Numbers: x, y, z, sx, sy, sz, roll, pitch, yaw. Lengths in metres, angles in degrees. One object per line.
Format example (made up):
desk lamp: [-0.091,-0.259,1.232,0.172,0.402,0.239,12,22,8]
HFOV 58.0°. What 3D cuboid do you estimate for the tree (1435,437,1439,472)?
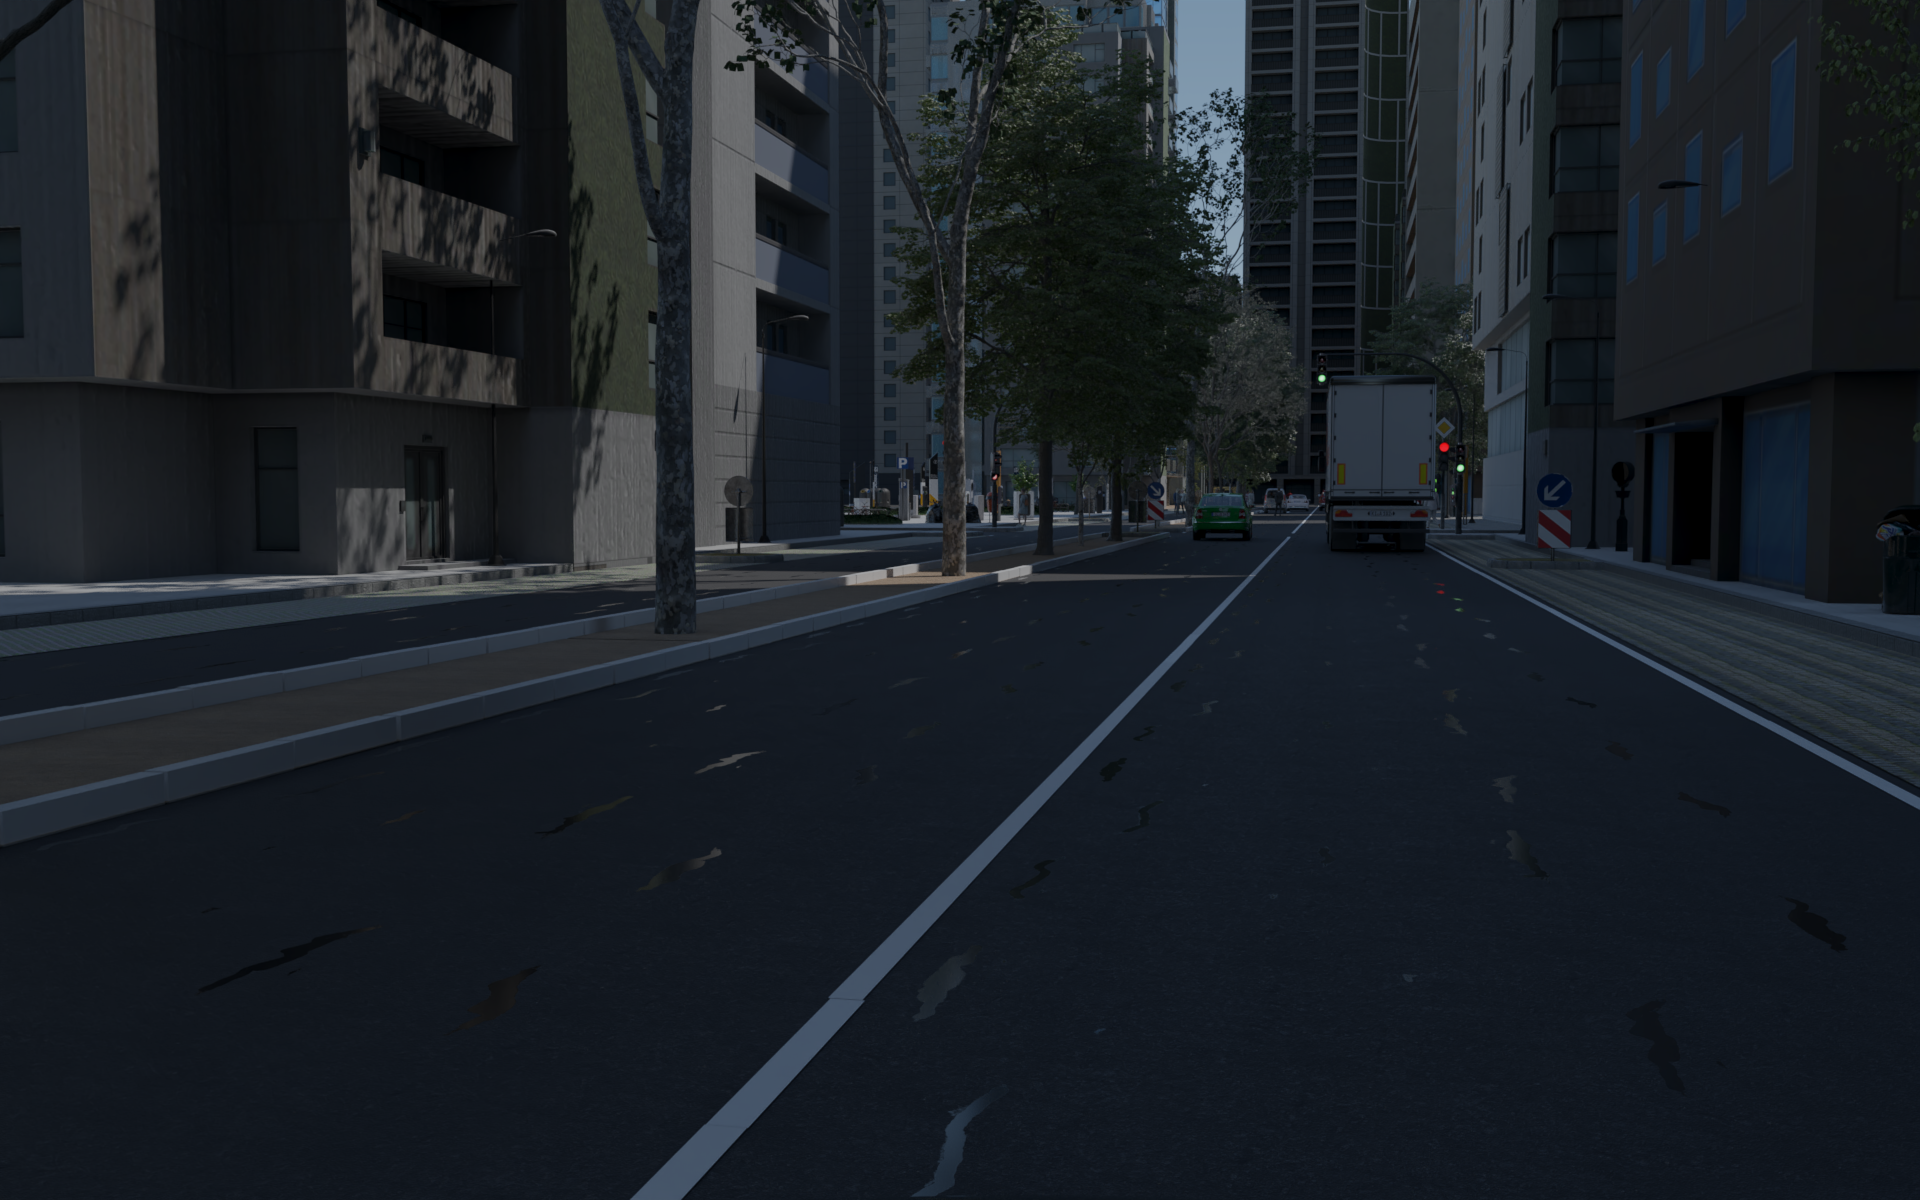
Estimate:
tree: [35.209,-11.063,131.242,4.360,8.622,3.978,0,3,0]

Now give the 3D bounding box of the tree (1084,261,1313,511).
tree: [13.029,-10.803,89.460,12.009,13.543,11.850,0,3,0]

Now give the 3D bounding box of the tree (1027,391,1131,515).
tree: [7.568,-10.591,107.582,7.601,10.594,8.767,1,4,9]

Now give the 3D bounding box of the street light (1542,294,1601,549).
street light: [14.213,-4.142,40.271,1.470,5.913,1.316,1,4,12]

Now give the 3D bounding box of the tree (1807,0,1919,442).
tree: [9.763,-3.927,14.563,4.737,8.622,4.395,0,3,0]

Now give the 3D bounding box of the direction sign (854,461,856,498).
direction sign: [-7.327,-7.857,120.459,0.379,3.537,0.876,-1,4,-10]

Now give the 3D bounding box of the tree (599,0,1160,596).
tree: [-1.115,-10.536,30.608,12.611,20.169,13.585,0,3,0]

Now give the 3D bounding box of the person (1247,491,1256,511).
person: [21.874,-7.433,130.389,0.694,1.780,0.624,2,4,35]

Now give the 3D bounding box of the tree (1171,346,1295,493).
tree: [15.523,-10.100,102.003,8.767,10.594,7.601,1,4,12]

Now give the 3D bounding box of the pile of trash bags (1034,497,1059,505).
pile of trash bags: [6.642,-7.549,133.179,1.912,1.369,3.447,0,4,-4]

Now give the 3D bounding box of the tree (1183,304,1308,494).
tree: [18.683,-12.635,115.691,9.857,13.997,8.962,0,3,0]

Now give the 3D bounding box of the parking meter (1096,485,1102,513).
parking meter: [9.227,-6.680,114.922,0.399,1.863,0.255,0,4,-8]

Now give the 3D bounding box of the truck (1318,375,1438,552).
truck: [11.086,-3.520,46.466,2.839,4.237,11.283,1,4,11]

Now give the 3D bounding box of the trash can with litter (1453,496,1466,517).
trash can with litter: [27.947,-5.218,96.701,0.624,1.170,1.055,-1,4,-17]

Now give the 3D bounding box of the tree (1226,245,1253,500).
tree: [4.713,-8.077,52.635,7.486,12.596,7.792,0,3,0]

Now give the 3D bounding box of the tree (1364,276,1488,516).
tree: [28.066,-11.772,99.121,9.857,13.997,8.962,0,3,0]

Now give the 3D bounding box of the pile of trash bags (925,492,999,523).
pile of trash bags: [0.266,-4.098,76.760,3.447,1.369,1.912,-2,4,-32]

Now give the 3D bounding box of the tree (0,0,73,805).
tree: [-4.732,-4.823,7.063,9.928,11.665,9.643,0,3,0]

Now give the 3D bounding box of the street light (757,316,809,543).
street light: [-4.620,-4.450,45.306,1.470,5.913,1.316,1,4,12]

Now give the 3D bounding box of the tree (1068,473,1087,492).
tree: [9.698,-8.928,140.574,1.663,3.219,1.824,0,3,0]

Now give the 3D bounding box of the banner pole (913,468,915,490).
banner pole: [-4.118,-9.411,143.881,0.863,3.779,0.401,1,4,14]

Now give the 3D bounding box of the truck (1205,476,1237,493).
truck: [24.404,-9.973,158.976,3.469,3.379,9.791,1,4,11]

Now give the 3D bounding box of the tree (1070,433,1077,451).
tree: [12.600,-13.583,132.452,12.009,13.543,11.850,0,3,0]

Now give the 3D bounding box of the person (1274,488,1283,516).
person: [20.710,-6.391,112.775,0.659,1.850,0.755,-1,4,-12]

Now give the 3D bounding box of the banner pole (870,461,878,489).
banner pole: [-6.632,-8.729,132.737,0.863,3.779,0.401,1,4,13]

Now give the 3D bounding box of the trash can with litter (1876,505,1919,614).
trash can with litter: [10.157,-0.450,18.740,0.624,1.170,1.055,1,4,18]

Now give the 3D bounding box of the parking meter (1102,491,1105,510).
parking meter: [11.197,-7.783,135.657,0.372,1.533,0.369,0,3,0]

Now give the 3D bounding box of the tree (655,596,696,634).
tree: [-3.925,-9.779,18.234,12.611,20.169,13.585,0,3,0]

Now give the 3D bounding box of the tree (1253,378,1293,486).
tree: [20.283,-12.462,124.345,7.486,12.596,7.792,0,3,0]

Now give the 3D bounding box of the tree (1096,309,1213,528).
tree: [7.581,-6.924,66.022,4.360,8.622,3.978,0,3,0]

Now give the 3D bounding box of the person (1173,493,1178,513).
person: [16.483,-7.528,131.761,0.721,1.800,0.419,-3,5,-40]

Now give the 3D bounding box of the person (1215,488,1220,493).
person: [15.790,-5.940,105.804,0.709,1.800,0.728,2,4,28]

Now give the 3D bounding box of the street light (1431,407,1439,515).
street light: [25.151,-7.258,91.207,1.470,5.913,1.316,1,4,12]

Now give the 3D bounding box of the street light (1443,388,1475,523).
street light: [21.998,-6.337,76.154,1.470,5.913,1.316,1,4,12]

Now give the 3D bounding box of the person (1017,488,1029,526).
person: [2.792,-4.087,76.325,0.522,1.701,0.512,2,4,34]

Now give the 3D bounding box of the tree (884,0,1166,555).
tree: [1.969,-7.337,40.541,7.486,12.596,7.792,0,3,0]

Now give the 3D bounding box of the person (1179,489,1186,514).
person: [15.970,-7.057,124.373,0.782,1.767,0.515,3,5,43]

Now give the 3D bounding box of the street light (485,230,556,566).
street light: [-7.777,-3.557,30.701,1.470,5.913,1.316,1,4,12]

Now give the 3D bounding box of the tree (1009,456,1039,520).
tree: [3.107,-5.649,86.967,1.663,3.219,1.824,0,3,0]

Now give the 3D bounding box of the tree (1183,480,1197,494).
tree: [25.437,-12.156,193.350,1.663,3.219,1.824,0,3,0]

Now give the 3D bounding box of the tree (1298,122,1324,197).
tree: [9.055,-13.330,76.292,12.611,20.169,13.585,0,3,0]

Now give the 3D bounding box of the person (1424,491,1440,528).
person: [18.039,-3.527,66.045,0.514,1.842,0.818,-2,4,-31]

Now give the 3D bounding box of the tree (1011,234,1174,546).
tree: [3.286,-5.743,46.720,4.737,8.622,4.395,0,3,0]

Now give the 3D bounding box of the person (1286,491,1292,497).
person: [38.737,-11.938,203.618,1.348,1.831,0.705,0,4,-3]

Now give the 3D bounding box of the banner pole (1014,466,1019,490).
banner pole: [4.636,-8.988,136.968,0.863,3.779,0.401,0,4,-5]

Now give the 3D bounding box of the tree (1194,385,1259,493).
tree: [16.962,-9.501,108.154,4.737,8.622,4.395,0,3,0]

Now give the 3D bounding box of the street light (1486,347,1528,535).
street light: [17.348,-5.036,54.880,1.470,5.913,1.316,1,4,12]

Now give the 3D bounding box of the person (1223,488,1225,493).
person: [16.994,-6.308,111.907,0.678,1.792,0.850,2,4,25]

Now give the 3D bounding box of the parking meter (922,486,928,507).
parking meter: [-2.471,-7.109,121.943,0.255,1.863,0.399,-2,4,-27]

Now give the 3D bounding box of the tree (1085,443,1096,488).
tree: [10.339,-10.615,123.911,4.360,8.622,3.978,0,3,0]

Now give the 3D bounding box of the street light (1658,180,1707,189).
street light: [11.016,-3.250,25.674,1.470,5.913,1.316,1,4,12]

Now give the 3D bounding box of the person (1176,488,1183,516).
person: [14.178,-6.312,111.885,0.526,1.800,0.537,2,4,32]

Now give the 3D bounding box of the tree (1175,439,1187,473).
tree: [25.077,-14.503,187.485,4.737,8.622,4.395,0,3,0]

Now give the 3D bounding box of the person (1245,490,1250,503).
person: [21.812,-7.481,131.647,0.643,1.720,0.563,-1,4,-23]
